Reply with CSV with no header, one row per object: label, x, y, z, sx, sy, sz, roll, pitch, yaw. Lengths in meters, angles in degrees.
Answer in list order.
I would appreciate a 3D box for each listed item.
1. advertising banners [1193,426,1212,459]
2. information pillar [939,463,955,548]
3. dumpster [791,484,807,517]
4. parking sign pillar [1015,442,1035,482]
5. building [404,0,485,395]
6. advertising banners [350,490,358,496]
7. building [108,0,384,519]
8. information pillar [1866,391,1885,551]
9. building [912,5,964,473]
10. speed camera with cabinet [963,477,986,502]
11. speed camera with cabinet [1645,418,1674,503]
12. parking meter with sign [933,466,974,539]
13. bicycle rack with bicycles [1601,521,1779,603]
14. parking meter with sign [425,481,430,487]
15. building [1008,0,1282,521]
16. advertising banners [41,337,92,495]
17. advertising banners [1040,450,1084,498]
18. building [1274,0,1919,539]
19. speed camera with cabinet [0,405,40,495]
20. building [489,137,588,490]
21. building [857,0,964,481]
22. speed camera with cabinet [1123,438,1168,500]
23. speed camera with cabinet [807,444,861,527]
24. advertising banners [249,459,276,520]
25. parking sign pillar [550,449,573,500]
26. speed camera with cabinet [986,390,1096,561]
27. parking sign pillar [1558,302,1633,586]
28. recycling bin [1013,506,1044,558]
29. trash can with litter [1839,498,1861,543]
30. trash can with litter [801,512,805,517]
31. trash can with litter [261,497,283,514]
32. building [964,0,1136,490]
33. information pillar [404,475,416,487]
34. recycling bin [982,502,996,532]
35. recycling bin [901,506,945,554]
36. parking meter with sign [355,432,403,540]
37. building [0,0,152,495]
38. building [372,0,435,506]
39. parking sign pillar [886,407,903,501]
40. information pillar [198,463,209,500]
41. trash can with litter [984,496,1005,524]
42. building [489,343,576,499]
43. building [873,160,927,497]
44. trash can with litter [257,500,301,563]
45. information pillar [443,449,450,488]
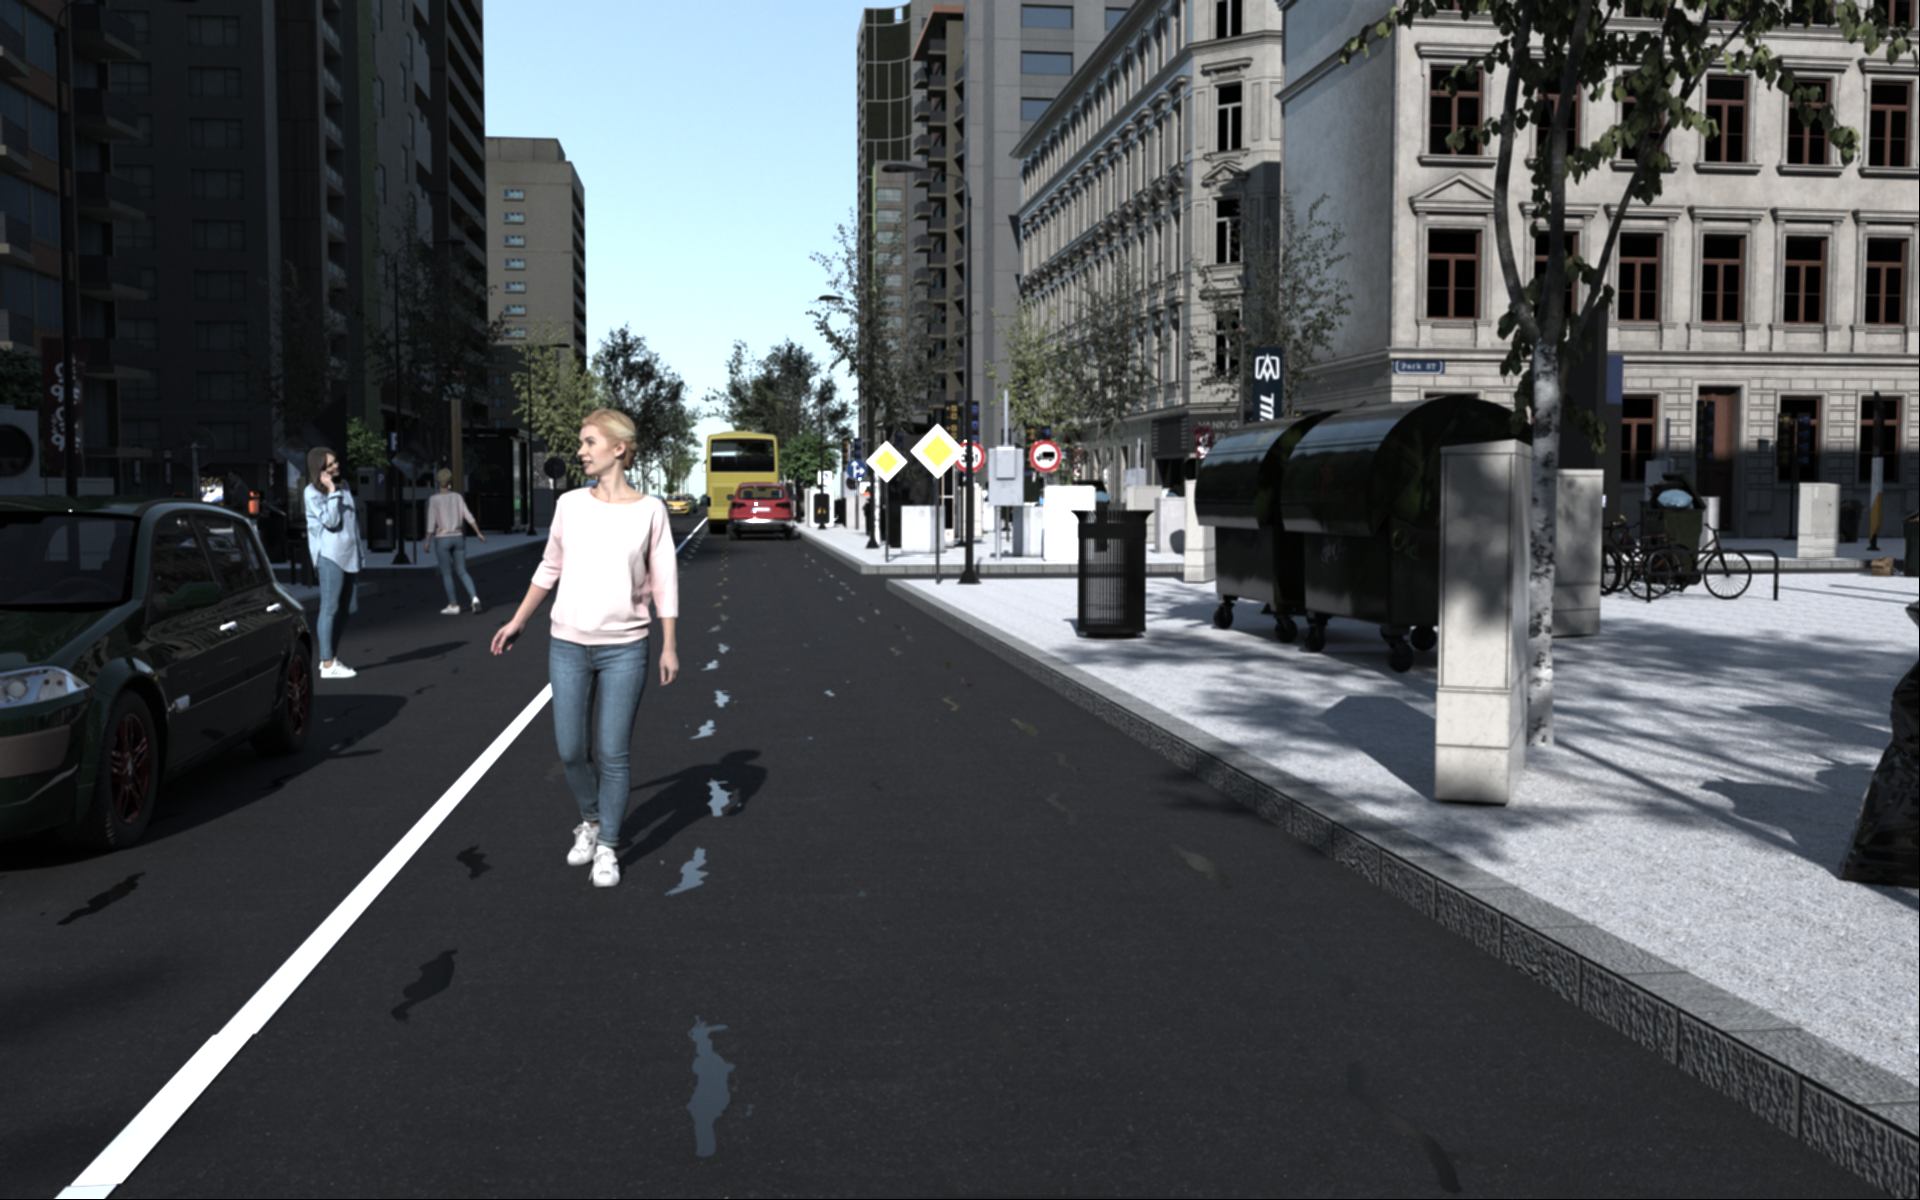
advertising banners,6.911,-2.937,44.213,2.074,3.025,0.090,2,4,30
information pillar,-0.320,-2.231,40.971,0.304,2.012,0.304,-1,4,-18
dumpster,-8.955,-5.442,94.737,1.264,1.857,1.865,0,4,-8
parking sign pillar,3.526,-6.202,89.875,1.447,3.967,1.447,-1,4,-17
building,-50.558,-31.557,139.664,21.300,48.544,21.600,0,4,-8
advertising banners,-22.170,-4.093,63.112,2.074,3.025,0.090,-2,4,-29
building,-39.919,-25.050,93.161,14.154,41.232,14.086,0,4,-8
information pillar,20.784,-2.929,39.251,0.183,3.616,0.504,1,4,10
building,7.320,-30.734,157.122,22.147,44.769,28.867,0,4,-8
speed camera with cabinet,1.318,-5.176,78.970,2.038,3.252,0.660,0,4,8
speed camera with cabinet,18.665,-3.149,45.820,0.660,3.252,2.038,3,4,36
parking meter with sign,-0.436,-3.275,49.812,1.738,3.016,0.543,-1,4,-15
bicycle rack with bicycles,8.591,-0.503,21.604,2.925,0.926,2.852,-1,4,-13
parking meter with sign,-30.532,-6.253,98.499,1.738,3.016,0.543,0,4,-5
building,14.382,-19.063,88.097,17.030,29.872,44.131,0,4,-8
advertising banners,-10.582,-1.394,18.984,2.074,3.025,0.090,-3,5,-43
advertising banners,3.930,-4.395,68.052,2.074,3.025,0.090,-1,4,-21
building,21.069,-13.325,54.018,21.152,22.565,11.583,0,4,-8
speed camera with cabinet,-21.763,-2.813,40.323,0.660,3.252,2.038,2,4,32
building,-63.047,-37.573,238.012,21.300,48.544,21.600,0,4,-8
building,-6.395,-50.019,256.064,20.563,71.187,20.611,0,4,-8
speed camera with cabinet,6.693,-4.153,62.244,0.660,3.252,2.038,3,5,43
speed camera with cabinet,-4.935,-4.486,67.687,2.038,3.252,0.660,-1,4,-19
advertising banners,-34.746,-5.488,85.910,2.074,3.025,0.090,1,4,17
parking sign pillar,-23.821,-7.040,103.576,1.447,3.967,1.447,-3,5,-43
speed camera with cabinet,1.578,-2.379,33.230,2.038,3.252,0.660,0,4,4
parking sign pillar,8.869,-2.217,24.718,1.447,3.967,1.447,-1,4,-14
recycling bin,1.555,-1.399,35.429,0.722,1.027,0.722,-2,4,-33
trash can with litter,23.326,-2.093,45.600,1.055,1.170,0.624,-2,4,-35
trash can with litter,-8.981,-5.318,98.342,1.055,1.170,0.624,-2,4,-34
trash can with litter,-16.383,-1.873,41.689,1.678,1.210,2.233,1,4,15
building,10.803,-35.867,128.427,21.231,58.520,28.212,0,4,-8
information pillar,-20.798,-3.728,65.446,0.304,2.012,0.304,-3,4,-38
recycling bin,0.932,-2.803,58.377,0.722,1.027,0.722,2,4,24
recycling bin,-0.796,-1.521,37.418,0.722,1.027,0.722,2,4,30
parking meter with sign,-16.594,-3.217,48.861,1.738,3.016,0.543,1,4,21
building,-41.077,-24.595,56.748,22.147,44.769,28.867,0,4,-8
building,-50.701,-32.144,114.798,28.713,52.752,27.495,0,4,-8
parking sign pillar,-1.949,-3.829,51.077,1.447,3.967,1.447,0,3,0
information pillar,-35.627,-5.522,81.645,0.504,3.616,0.183,-2,4,-30
trash can with litter,1.262,-3.966,75.896,1.678,1.210,2.233,0,4,-1
building,-62.795,-22.532,213.445,27.650,21.520,28.899,0,4,-8
building,-3.955,-32.533,215.506,14.154,41.232,14.086,0,4,-8
trash can with litter,-12.503,-1.273,32.198,1.055,1.170,0.624,-1,4,-10
information pillar,-25.517,-5.796,86.112,0.504,3.616,0.183,3,5,45
